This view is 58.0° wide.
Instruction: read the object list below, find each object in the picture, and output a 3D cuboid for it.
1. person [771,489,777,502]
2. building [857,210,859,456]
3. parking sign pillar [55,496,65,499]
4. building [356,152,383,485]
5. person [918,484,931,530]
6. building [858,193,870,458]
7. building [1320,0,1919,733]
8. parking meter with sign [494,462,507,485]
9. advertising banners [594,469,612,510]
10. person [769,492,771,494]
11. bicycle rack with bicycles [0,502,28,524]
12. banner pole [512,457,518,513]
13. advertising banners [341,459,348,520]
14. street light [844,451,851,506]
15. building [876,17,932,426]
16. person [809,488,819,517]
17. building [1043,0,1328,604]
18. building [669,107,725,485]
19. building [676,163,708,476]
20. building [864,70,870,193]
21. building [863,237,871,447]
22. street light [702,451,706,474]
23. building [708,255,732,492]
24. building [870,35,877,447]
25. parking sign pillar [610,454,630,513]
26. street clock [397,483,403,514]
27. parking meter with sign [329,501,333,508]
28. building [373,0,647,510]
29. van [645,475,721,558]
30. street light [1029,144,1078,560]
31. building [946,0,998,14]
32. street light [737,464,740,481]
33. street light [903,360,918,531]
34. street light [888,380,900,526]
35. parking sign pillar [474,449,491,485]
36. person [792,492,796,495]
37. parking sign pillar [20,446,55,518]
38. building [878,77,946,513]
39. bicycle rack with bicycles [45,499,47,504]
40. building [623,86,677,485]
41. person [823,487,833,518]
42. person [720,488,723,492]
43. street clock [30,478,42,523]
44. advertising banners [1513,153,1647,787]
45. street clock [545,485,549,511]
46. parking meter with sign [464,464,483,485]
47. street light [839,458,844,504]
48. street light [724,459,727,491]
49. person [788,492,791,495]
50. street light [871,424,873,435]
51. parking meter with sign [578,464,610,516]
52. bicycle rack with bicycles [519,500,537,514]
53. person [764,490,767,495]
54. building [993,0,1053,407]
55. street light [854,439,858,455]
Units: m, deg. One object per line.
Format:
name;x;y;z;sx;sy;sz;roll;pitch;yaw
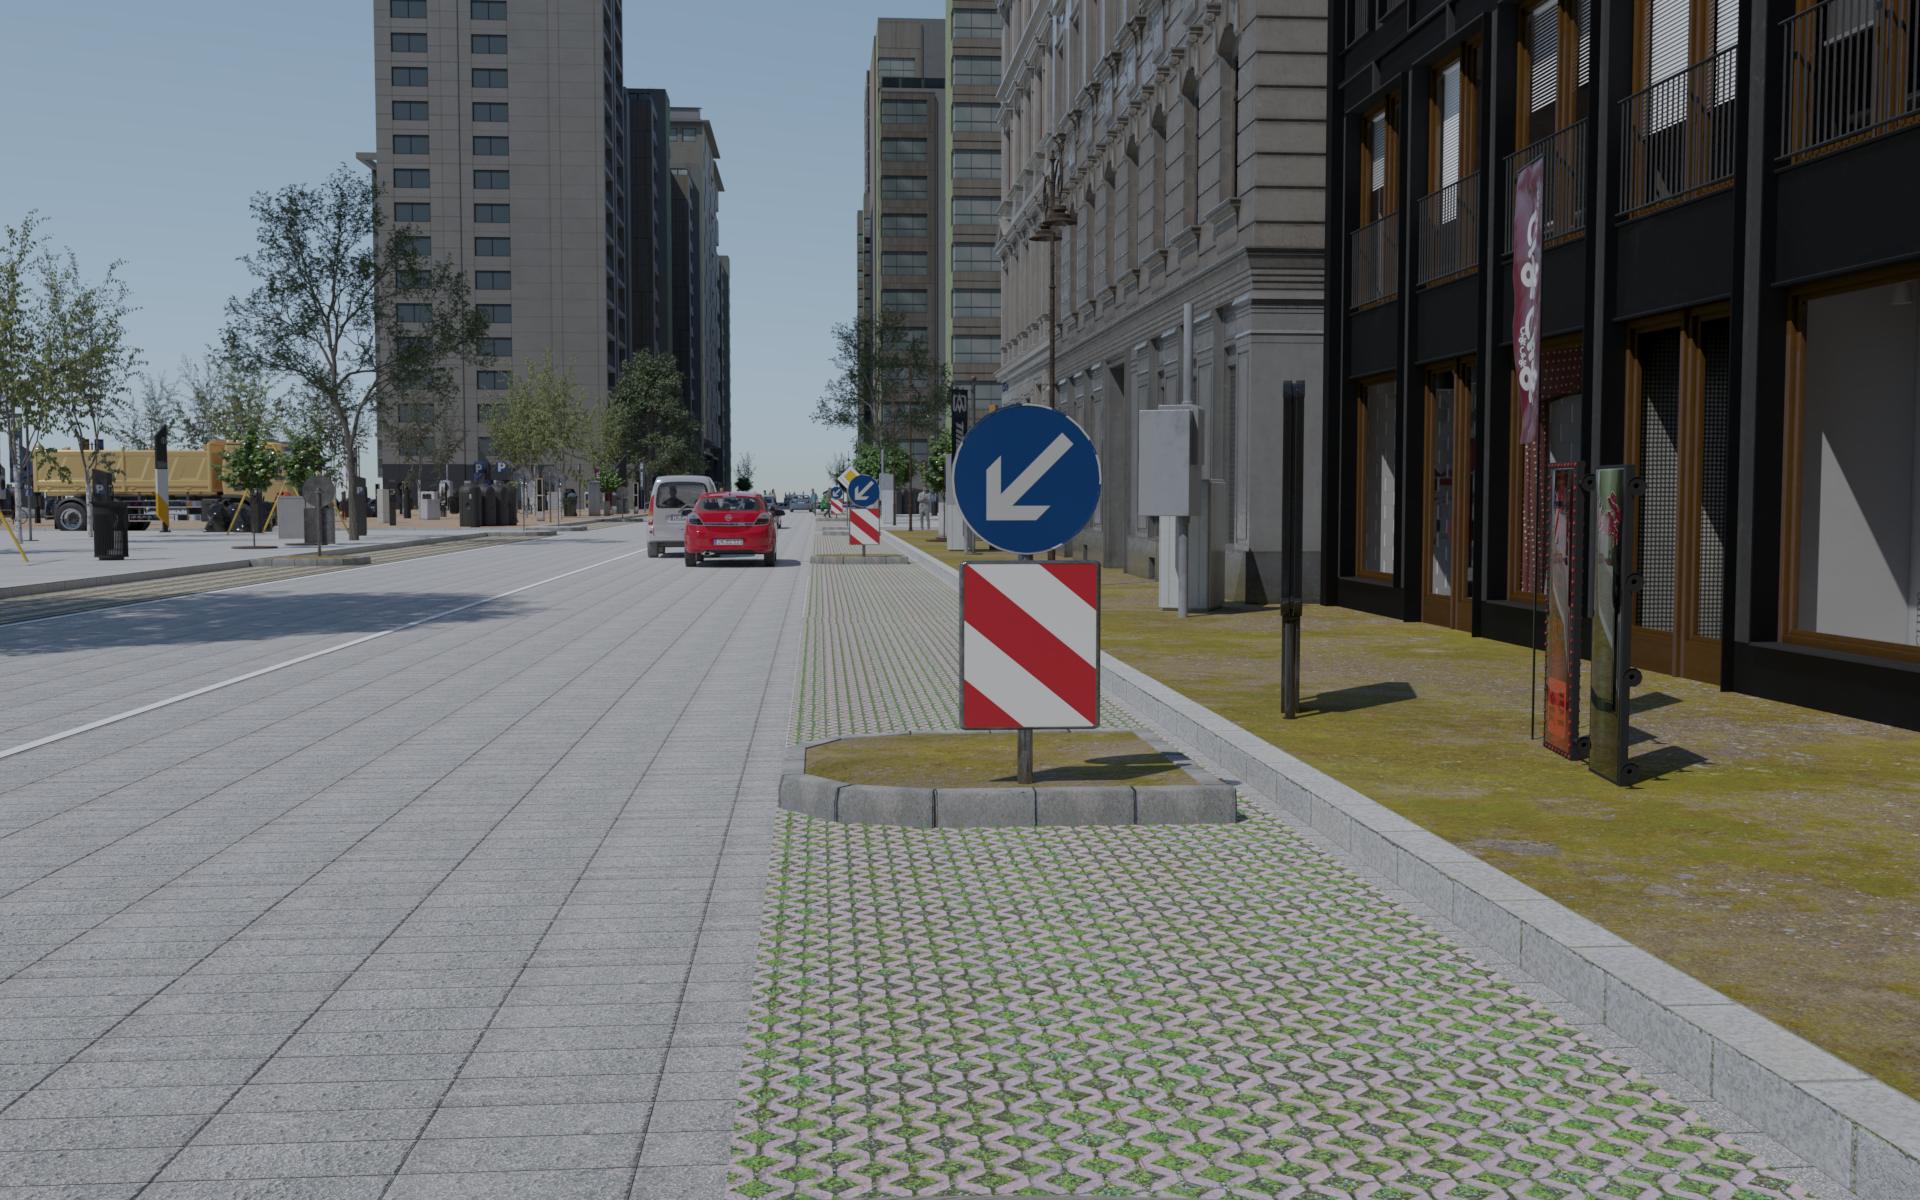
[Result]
person;-13.809;-7.325;128.275;0.388;1.821;0.555;2;4;31
building;-7.937;-34.736;251.521;14.154;41.232;14.086;0;4;-5
parking sign pillar;-65.379;-8.358;125.132;1.447;3.967;1.447;1;4;10
building;-45.876;-30.341;187.949;32.217;40.220;23.993;0;4;-5
person;-1.353;-3.489;65.724;0.511;1.800;0.466;0;3;0
building;-6.263;-33.881;237.551;14.154;41.232;14.086;0;4;-5
building;10.923;-11.145;11.902;12.332;23.373;15.834;0;4;-5
parking meter with sign;-25.304;-6.047;95.128;0.543;3.016;1.738;-2;4;-24
advertising banners;-24.657;-7.671;121.612;2.074;3.025;0.090;-1;4;-21
person;-27.748;-14.947;253.019;1.348;1.807;0.705;0;4;7
bicycle rack with bicycles;-41.259;-3.634;72.794;2.925;0.926;2.852;1;4;9
banner pole;-29.624;-7.666;115.349;0.401;3.779;0.863;1;4;16
advertising banners;-30.664;-5.511;86.292;0.090;3.025;2.074;-2;4;-27
street light;-11.787;-12.895;183.613;0.468;5.910;1.993;0;4;-5
building;-0.423;-28.731;153.345;14.154;41.232;14.086;0;4;-5
person;-9.174;-6.119;108.889;0.444;1.785;0.601;-3;5;-44
building;7.262;-10.985;28.752;9.793;20.994;18.267;0;4;-5
building;-47.995;-39.748;239.123;28.713;52.752;27.495;0;4;-5
building;-38.306;-32.049;207.598;14.154;41.232;14.086;0;4;-5
building;-7.784;-52.226;292.138;20.563;71.187;20.611;0;4;-5
building;-3.975;-25.982;196.502;14.160;30.474;14.107;0;4;-5
street light;-27.083;-12.844;182.793;0.468;5.910;1.993;0;4;-5
building;-45.538;-36.968;288.027;14.154;41.232;14.086;0;4;-5
building;-1.586;-31.666;167.848;14.600;45.320;14.200;0;4;-5
parking sign pillar;-23.047;-7.868;117.108;1.447;3.967;1.447;1;4;20
street clock;-35.174;-6.384;108.948;0.471;2.002;0.358;-1;4;-15
parking meter with sign;-40.069;-6.941;109.749;0.543;3.016;1.738;0;4;-6
building;-37.868;-43.571;150.640;20.563;71.187;20.611;0;4;-5
van;-6.381;-2.044;40.428;2.013;2.044;4.112;0;4;-6
street light;1.244;-3.095;23.398;0.468;5.910;1.993;0;4;-5
building;6.027;-25.596;102.082;14.154;41.232;14.086;0;4;-5
street light;-33.603;-17.753;263.042;0.468;5.910;1.993;0;4;-5
street light;-1.708;-5.318;59.741;0.468;5.910;1.993;0;4;-5
street light;-2.668;-5.969;70.380;0.468;5.910;1.993;0;4;-5
parking sign pillar;-28.300;-6.983;102.641;1.447;3.967;1.447;-3;5;-42
person;-25.799;-15.984;269.865;1.348;1.821;0.705;-2;4;-29
parking sign pillar;-49.172;-6.305;91.560;1.447;3.967;1.447;0;4;1
building;1.143;-21.556;124.142;14.160;30.474;14.107;0;4;-5
bicycle rack with bicycles;-62.885;-6.472;119.192;2.852;0.926;2.925;-3;4;-39
building;-35.811;-29.702;169.227;14.154;41.232;14.086;0;4;-5
person;-7.876;-5.831;103.746;0.656;1.842;0.836;3;5;39
person;-13.561;-5.466;98.219;0.624;1.780;0.694;-1;4;-22
street clock;-40.290;-4.345;75.618;0.358;2.002;0.471;3;4;39
advertising banners;2.962;-0.749;8.436;0.090;3.025;2.074;0;4;4
street clock;-32.110;-7.943;134.445;0.358;2.002;0.471;2;4;30
parking meter with sign;-28.197;-6.335;99.842;1.738;3.016;0.543;3;5;43
street light;-15.602;-15.798;231.089;0.468;5.910;1.993;0;4;-5
street light;-30.781;-15.573;227.406;0.468;5.910;1.993;0;4;-5
person;-22.907;-13.669;232.899;0.541;1.710;0.530;1;4;11
street light;-5.418;-8.192;106.729;0.468;5.910;1.993;0;4;-5
parking meter with sign;-21.127;-6.349;100.070;1.738;3.016;0.543;-1;4;-16
bicycle rack with bicycles;-27.582;-5.855;109.113;2.852;0.926;2.925;-2;4;-24
person;-18.997;-9.781;168.425;0.705;1.824;1.348;-2;4;-26
building;7.211;-12.988;48.516;11.583;22.565;21.152;0;4;-5
street light;-8.872;-10.715;147.985;0.468;5.910;1.993;0;4;-5
